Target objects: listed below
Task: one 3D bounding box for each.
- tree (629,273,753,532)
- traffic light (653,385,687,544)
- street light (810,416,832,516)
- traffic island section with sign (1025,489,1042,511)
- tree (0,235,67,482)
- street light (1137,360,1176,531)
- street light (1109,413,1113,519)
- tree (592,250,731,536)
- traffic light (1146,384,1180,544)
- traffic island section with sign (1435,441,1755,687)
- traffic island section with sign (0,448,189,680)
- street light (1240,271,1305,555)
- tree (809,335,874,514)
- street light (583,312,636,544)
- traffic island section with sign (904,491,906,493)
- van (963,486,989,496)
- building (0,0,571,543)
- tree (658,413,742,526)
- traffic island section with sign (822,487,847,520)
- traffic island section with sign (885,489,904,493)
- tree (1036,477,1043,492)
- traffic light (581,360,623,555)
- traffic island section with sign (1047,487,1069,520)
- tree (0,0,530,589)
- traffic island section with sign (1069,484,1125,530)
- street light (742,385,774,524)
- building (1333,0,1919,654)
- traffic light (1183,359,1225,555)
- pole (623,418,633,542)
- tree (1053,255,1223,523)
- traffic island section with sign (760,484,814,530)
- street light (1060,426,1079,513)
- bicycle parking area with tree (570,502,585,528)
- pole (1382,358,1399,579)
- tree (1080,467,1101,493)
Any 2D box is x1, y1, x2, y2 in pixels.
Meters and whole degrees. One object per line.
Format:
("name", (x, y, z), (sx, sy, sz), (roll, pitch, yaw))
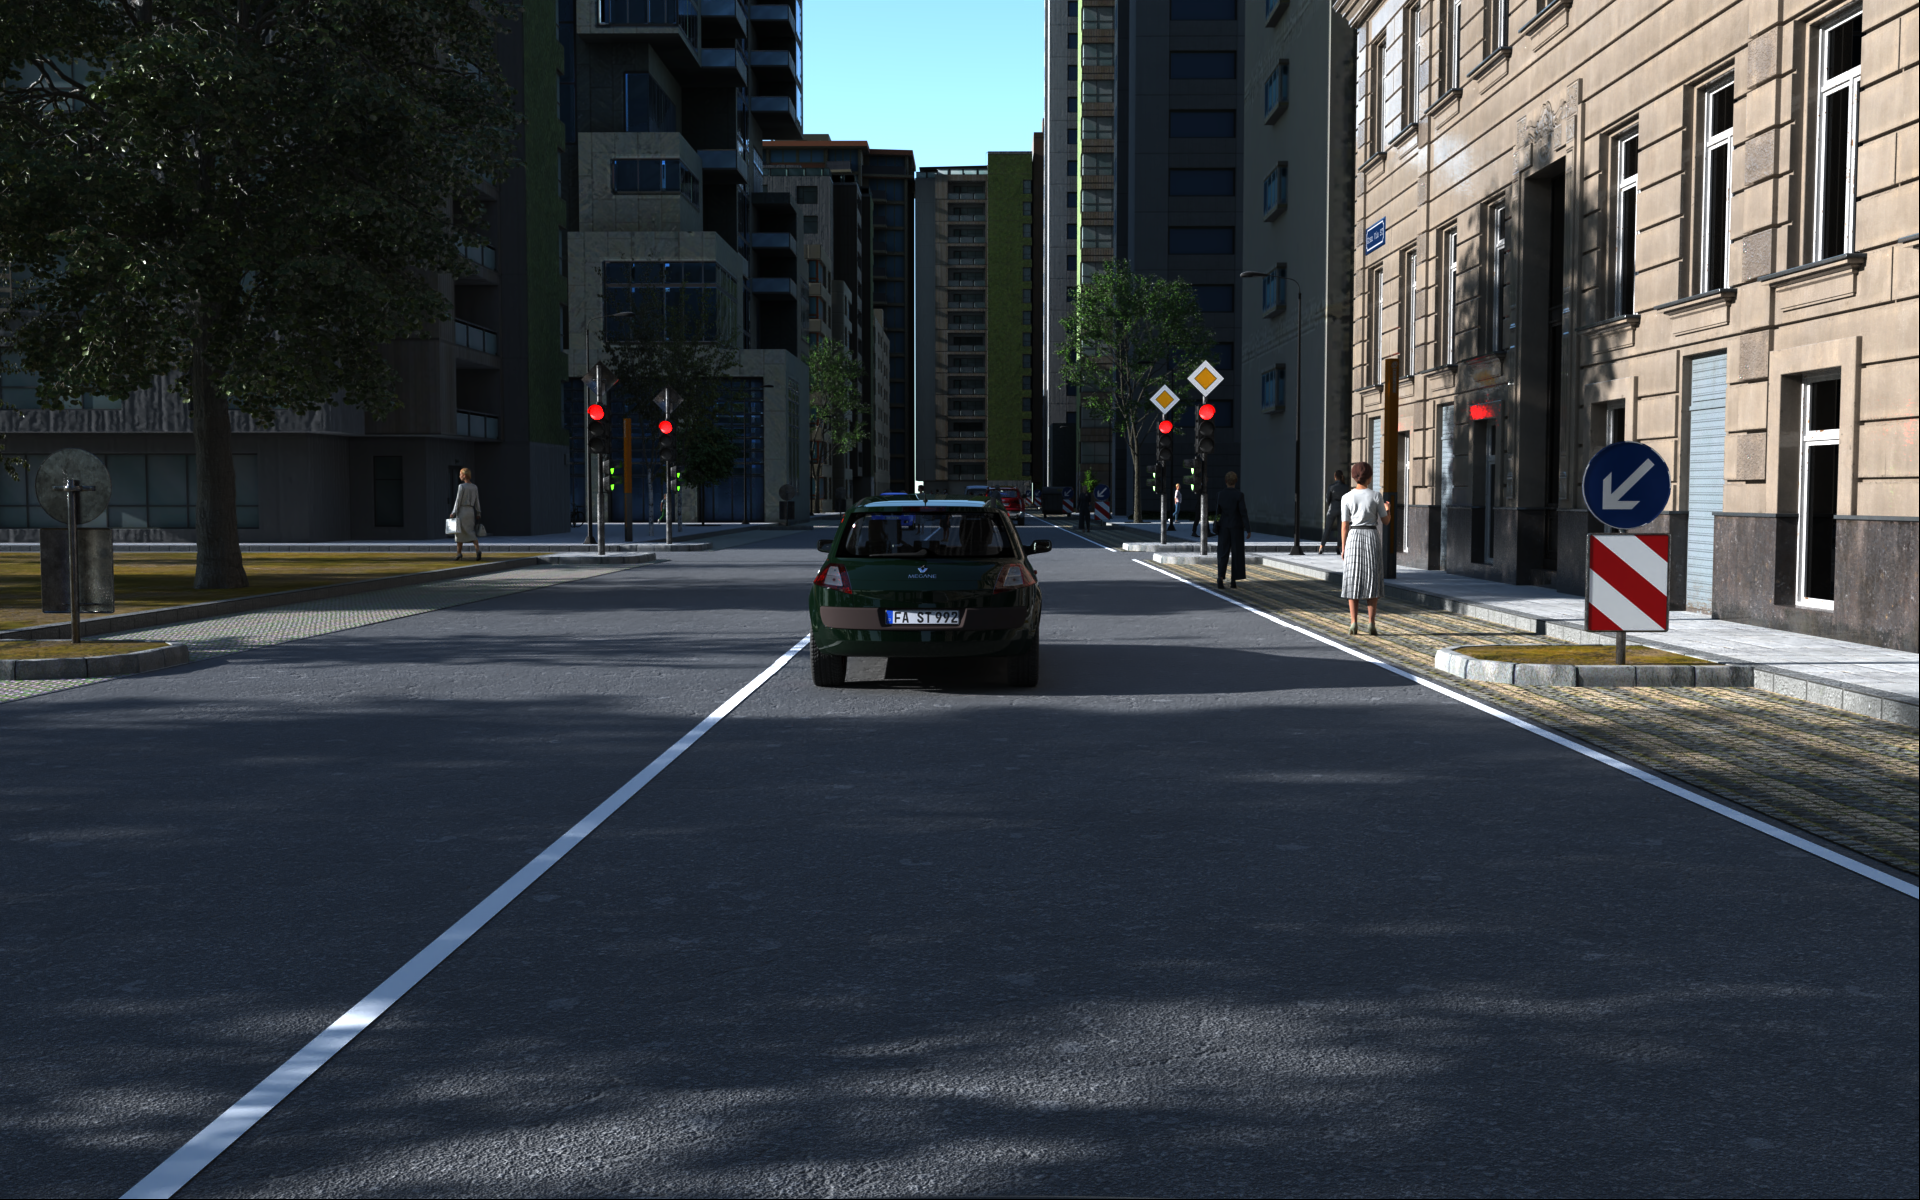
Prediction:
("tree", (-9.362, -6.621, 58.621), (4.737, 8.622, 4.395), (0, 3, 0))
("traffic light", (-7.459, -3.395, 44.426), (0.839, 4.253, 0.868), (0, 4, 1))
("street light", (-8.266, -7.951, 102.538), (1.470, 5.913, 1.316), (0, 4, 1))
("traffic island section with sign", (6.426, -8.415, 146.210), (1.989, 1.847, 2.006), (0, 4, 1))
("tree", (-19.504, -5.062, 33.126), (4.360, 8.622, 3.978), (0, 3, 0))
("street light", (6.846, -5.371, 60.360), (1.470, 5.913, 1.316), (0, 4, 1))
("street light", (7.208, -7.160, 89.613), (1.470, 5.913, 1.316), (0, 4, 1))
("tree", (-9.273, -6.245, 52.471), (4.360, 8.622, 3.978), (0, 3, 0))
("traffic light", (5.201, -3.387, 44.296), (0.839, 4.253, 0.868), (0, 4, 1))
("traffic island section with sign", (4.884, -0.312, 13.722), (1.989, 1.847, 2.006), (0, 4, 1))
("traffic island section with sign", (-7.528, -0.339, 14.177), (1.989, 1.847, 2.006), (0, 4, 1))
("street light", (6.547, -3.898, 36.281), (1.470, 5.913, 1.316), (0, 4, 1))
("tree", (-9.560, -11.540, 114.432), (9.928, 11.665, 9.643), (0, 3, 0))
("street light", (-8.963, -4.391, 44.334), (1.470, 5.913, 1.316), (0, 4, 1))
("traffic island section with sign", (-5.674, -10.074, 173.340), (1.989, 1.847, 2.006), (0, 4, 1))
("van", (0.906, -4.869, 86.619), (2.013, 2.044, 4.112), (0, 4, 1))
("building", (-20.176, -22.421, 50.174), (14.154, 41.232, 14.086), (0, 4, 1))
("tree", (-10.419, -5.252, 69.584), (4.285, 4.588, 4.351), (0, 3, 0))
("traffic island section with sign", (-6.580, -5.351, 96.113), (1.989, 1.847, 2.006), (0, 4, 1))
("traffic island section with sign", (-5.984, -8.421, 146.310), (1.989, 1.847, 2.006), (0, 4, 1))
("tree", (9.403, -12.384, 197.082), (1.663, 3.219, 1.824), (0, 3, 0))
("traffic light", (-7.552, -2.906, 36.442), (0.839, 4.253, 0.868), (0, 4, 1))
("traffic island section with sign", (5.855, -5.367, 96.373), (1.989, 1.847, 2.006), (0, 4, 1))
("tree", (-10.065, -7.128, 23.206), (9.857, 13.997, 8.962), (0, 3, 0))
("traffic island section with sign", (5.530, -3.718, 69.420), (1.989, 1.847, 2.006), (0, 4, 1))
("street light", (-8.600, -6.184, 73.651), (1.470, 5.913, 1.316), (0, 4, 1))
("building", (13.444, -13.781, 22.587), (12.463, 27.353, 25.104), (0, 4, 1))
("traffic light", (5.109, -2.898, 36.311), (0.839, 4.253, 0.868), (0, 4, 1))
("pole", (-8.949, -3.232, 46.681), (0.158, 3.312, 0.155), (0, 3, 0))
("tree", (7.741, -9.228, 76.628), (9.928, 11.665, 9.643), (0, 3, 0))
("traffic island section with sign", (-6.883, -3.702, 69.159), (1.989, 1.847, 2.006), (0, 4, 1))
("street light", (7.544, -8.927, 118.500), (1.470, 5.913, 1.316), (0, 4, 1))
("bicycle parking area with tree", (-18.558, -4.686, 63.621), (8.231, 4.147, 9.016), (1, 4, 23))
("pole", (6.507, -1.977, 26.170), (0.158, 3.312, 0.155), (0, 3, 0))
("tree", (9.106, -7.753, 121.360), (1.663, 3.219, 1.824), (0, 3, 0))
